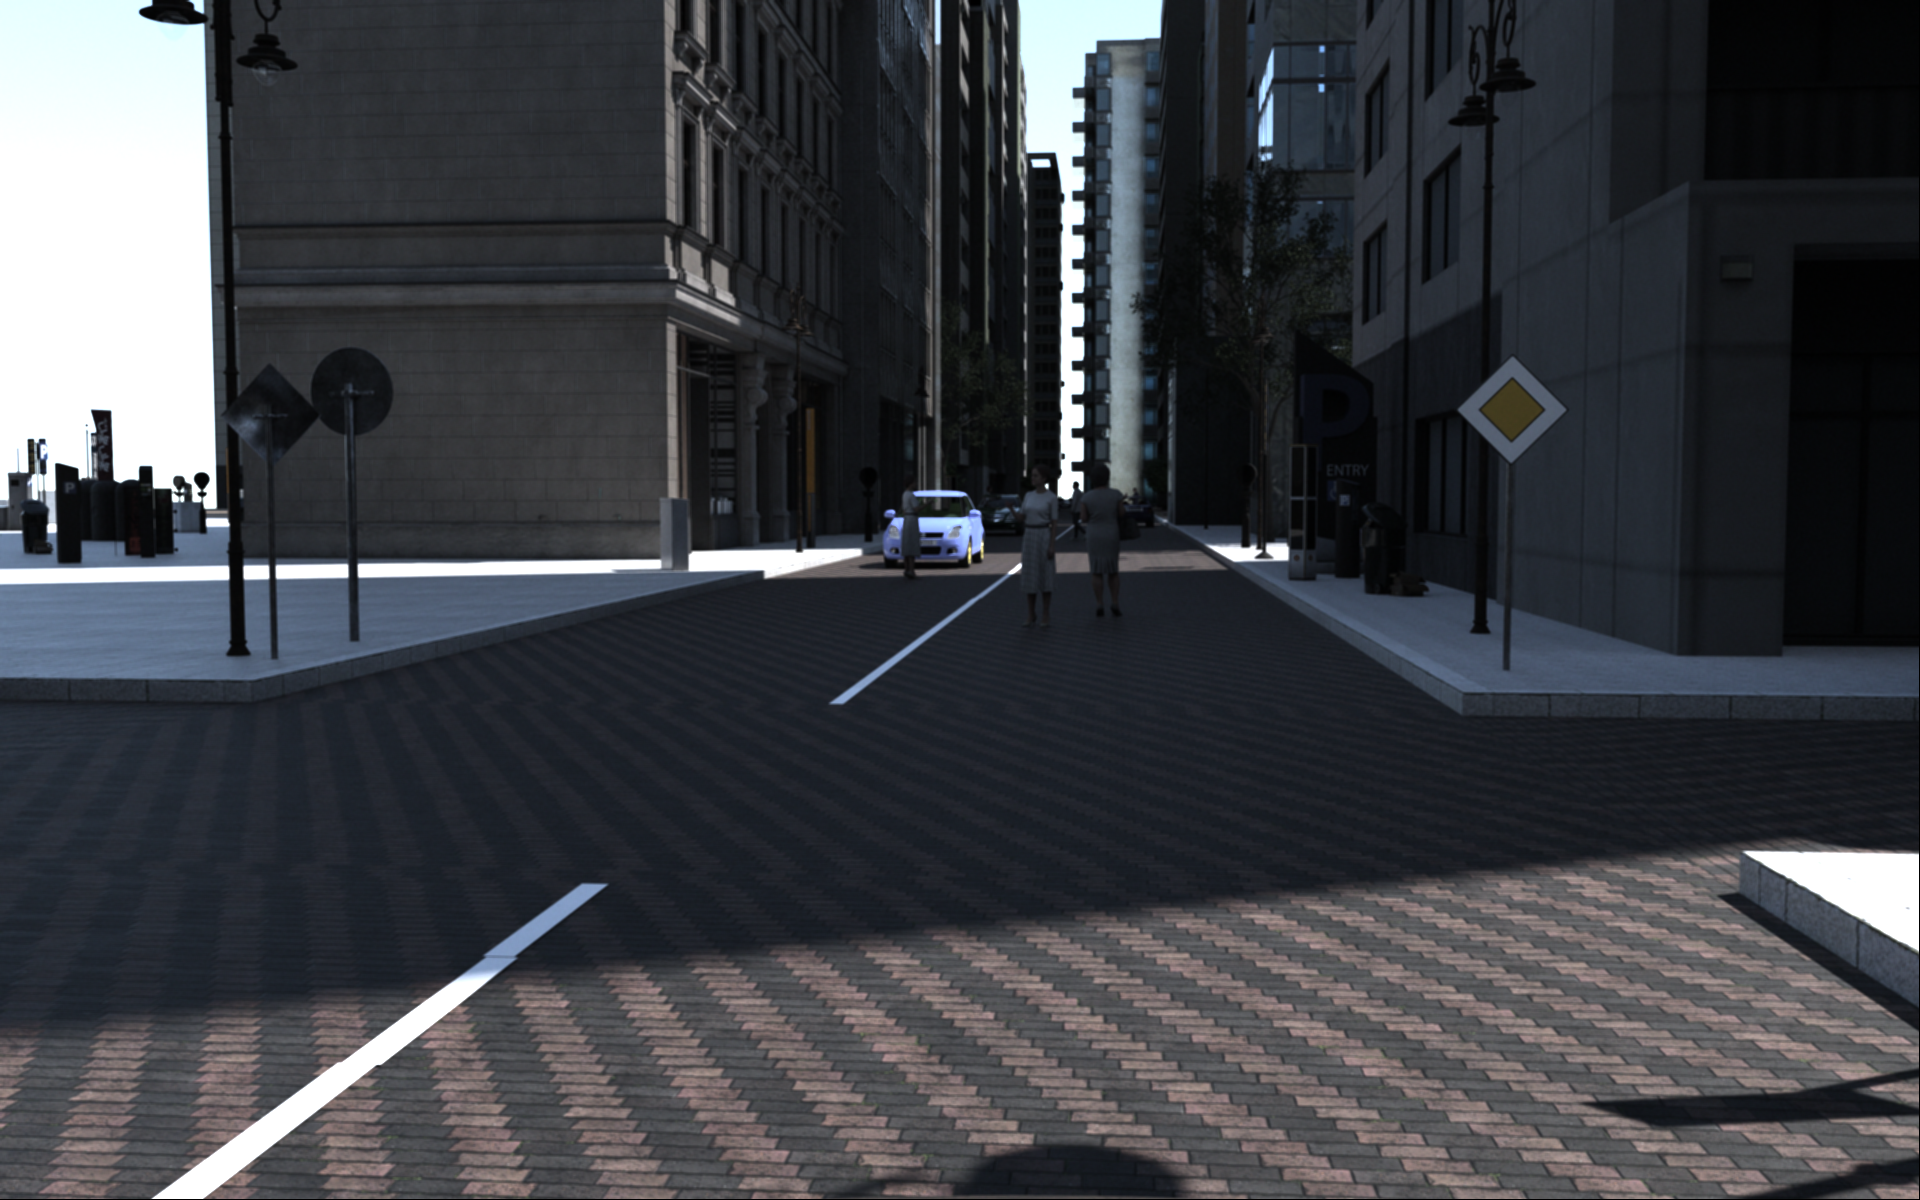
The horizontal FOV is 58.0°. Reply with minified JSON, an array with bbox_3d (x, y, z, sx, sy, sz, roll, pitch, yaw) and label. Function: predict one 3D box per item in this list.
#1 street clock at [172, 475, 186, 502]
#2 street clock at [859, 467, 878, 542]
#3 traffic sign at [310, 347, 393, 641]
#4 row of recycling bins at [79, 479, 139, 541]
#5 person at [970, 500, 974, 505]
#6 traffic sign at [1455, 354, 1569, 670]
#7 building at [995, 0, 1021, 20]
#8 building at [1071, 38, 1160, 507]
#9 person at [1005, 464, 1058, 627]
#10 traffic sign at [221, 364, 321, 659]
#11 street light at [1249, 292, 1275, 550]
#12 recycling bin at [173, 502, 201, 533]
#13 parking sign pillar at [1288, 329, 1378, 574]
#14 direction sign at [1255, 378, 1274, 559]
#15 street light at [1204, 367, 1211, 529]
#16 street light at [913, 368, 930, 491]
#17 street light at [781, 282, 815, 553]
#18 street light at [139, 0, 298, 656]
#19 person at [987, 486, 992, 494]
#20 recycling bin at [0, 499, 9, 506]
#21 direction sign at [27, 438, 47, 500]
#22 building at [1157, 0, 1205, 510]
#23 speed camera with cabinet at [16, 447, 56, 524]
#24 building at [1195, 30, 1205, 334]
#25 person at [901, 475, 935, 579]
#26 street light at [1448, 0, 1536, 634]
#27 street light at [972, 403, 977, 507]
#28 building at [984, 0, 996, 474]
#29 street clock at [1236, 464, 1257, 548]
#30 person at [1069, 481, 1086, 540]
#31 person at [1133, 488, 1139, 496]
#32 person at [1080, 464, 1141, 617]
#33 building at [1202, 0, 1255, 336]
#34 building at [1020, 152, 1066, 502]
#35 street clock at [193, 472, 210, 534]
[{"bbox_3d":[-30.041,-3.798,66.669,0.471,2.002,0.358,2,4,28],"label":"street clock"},{"bbox_3d":[-2.453,-2.560,46.432,0.471,2.002,0.358,-1,4,-11],"label":"street clock"},{"bbox_3d":[-5.287,-0.914,15.044,0.768,2.556,0.104,1,4,9],"label":"traffic sign"},{"bbox_3d":[-23.692,-2.493,47.880,3.534,1.692,1.069,2,4,33],"label":"row of recycling bins"},{"bbox_3d":[0.237,-2.270,50.299,0.352,1.250,0.332,1,4,13],"label":"person"},{"bbox_3d":[3.977,-0.545,12.552,0.795,2.450,0.064,0,4,5],"label":"traffic sign"},{"bbox_3d":[-2.537,-27.802,138.156,14.154,41.232,14.086,0,4,5],"label":"building"},{"bbox_3d":[27.093,-34.408,182.171,30.456,49.044,23.786,0,4,5],"label":"building"},{"bbox_3d":[0.790,-0.586,18.658,0.480,1.755,0.524,2,4,30],"label":"person"},{"bbox_3d":[-5.328,-0.597,13.407,0.795,2.450,0.064,0,4,5],"label":"traffic sign"},{"bbox_3d":[6.916,-4.100,39.815,0.468,5.910,1.993,0,4,5],"label":"street light"},{"bbox_3d":[-25.902,-2.779,57.994,0.722,1.027,0.722,3,5,41],"label":"recycling bin"},{"bbox_3d":[6.123,-2.436,28.302,1.447,3.967,1.447,0,4,-2],"label":"parking sign pillar"},{"bbox_3d":[6.043,-2.587,34.302,0.379,3.537,0.876,1,4,14],"label":"direction sign"},{"bbox_3d":[9.019,-5.537,63.318,0.468,5.910,1.993,0,4,5],"label":"street light"},{"bbox_3d":[-1.365,-5.476,62.323,0.468,5.910,1.993,0,4,5],"label":"street light"},{"bbox_3d":[-3.531,-3.984,37.918,0.468,5.910,1.993,0,4,5],"label":"street light"},{"bbox_3d":[-5.747,-2.497,13.616,0.468,5.910,1.993,0,4,5],"label":"street light"},{"bbox_3d":[1.258,-3.625,68.343,0.524,1.755,0.480,0,4,-3],"label":"person"},{"bbox_3d":[-47.709,-4.540,86.775,0.722,1.027,0.722,2,4,27],"label":"recycling bin"},{"bbox_3d":[-37.393,-4.785,70.231,0.876,3.537,0.379,1,4,12],"label":"direction sign"},{"bbox_3d":[28.101,-32.147,149.300,21.300,48.544,21.600,0,4,5],"label":"building"},{"bbox_3d":[-39.448,-4.874,74.021,2.038,3.252,0.660,-2,4,-32],"label":"speed camera with cabinet"},{"bbox_3d":[22.128,-20.768,111.250,14.160,30.474,14.107,0,4,5],"label":"building"},{"bbox_3d":[-0.738,-1.229,29.161,0.524,1.755,0.480,-2,4,-27],"label":"person"},{"bbox_3d":[4.800,-2.631,15.803,0.468,5.910,1.993,0,4,5],"label":"street light"},{"bbox_3d":[0.777,-6.913,85.823,0.468,5.910,1.993,0,4,5],"label":"street light"},{"bbox_3d":[-11.743,-32.328,117.795,28.713,52.752,27.495,0,4,5],"label":"building"},{"bbox_3d":[6.854,-2.256,41.453,0.471,2.002,0.358,1,4,21],"label":"street clock"},{"bbox_3d":[3.716,-2.783,53.842,0.795,1.843,0.661,2,4,34],"label":"person"},{"bbox_3d":[9.400,-5.197,93.916,0.568,1.767,0.683,1,4,20],"label":"person"},{"bbox_3d":[1.769,-0.705,20.390,0.716,1.782,0.532,0,4,4],"label":"person"},{"bbox_3d":[20.941,-27.315,96.719,14.600,45.320,14.200,0,4,5],"label":"building"},{"bbox_3d":[-0.747,-30.371,188.442,23.993,40.220,32.217,0,4,5],"label":"building"},{"bbox_3d":[-24.564,-3.155,56.153,0.471,2.002,0.358,-2,4,-34],"label":"street clock"}]
